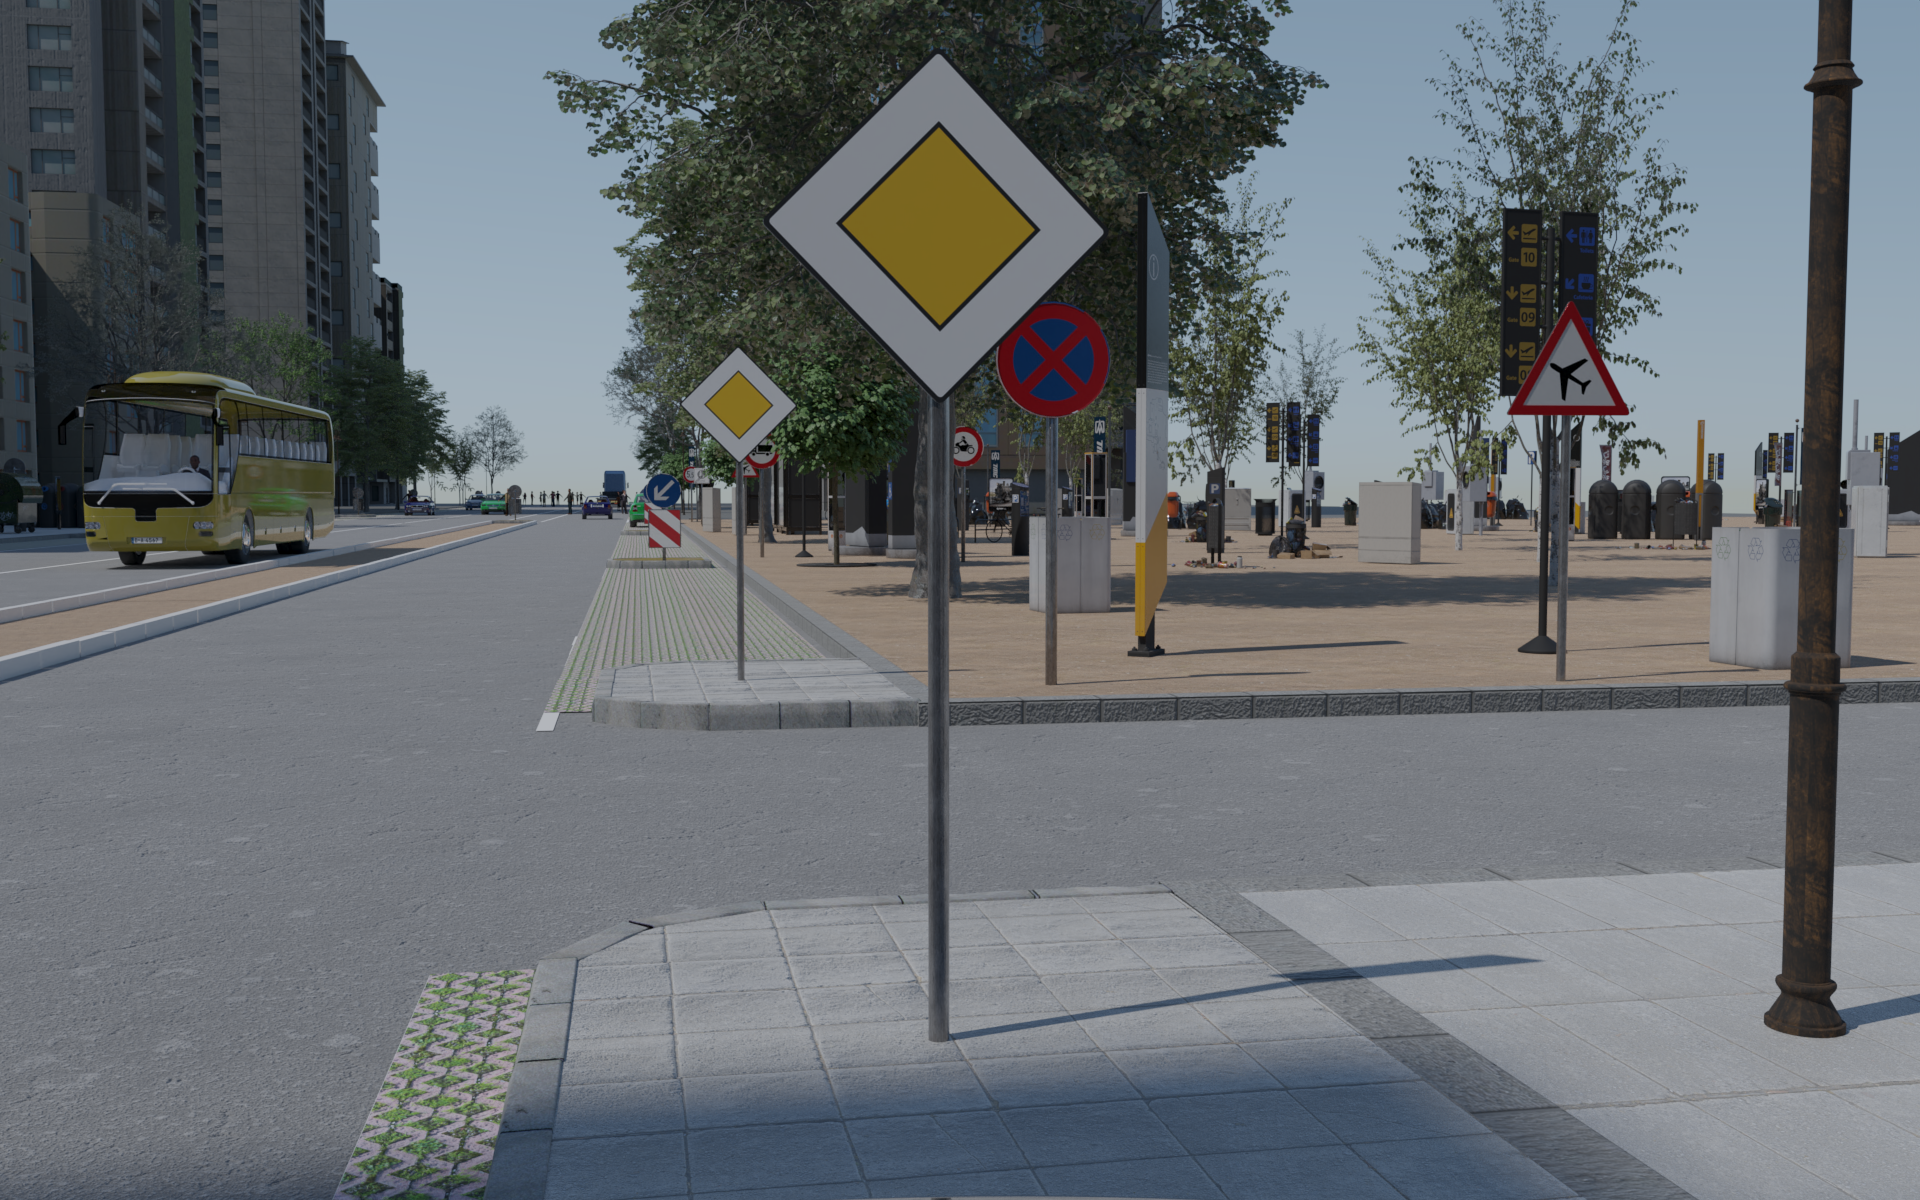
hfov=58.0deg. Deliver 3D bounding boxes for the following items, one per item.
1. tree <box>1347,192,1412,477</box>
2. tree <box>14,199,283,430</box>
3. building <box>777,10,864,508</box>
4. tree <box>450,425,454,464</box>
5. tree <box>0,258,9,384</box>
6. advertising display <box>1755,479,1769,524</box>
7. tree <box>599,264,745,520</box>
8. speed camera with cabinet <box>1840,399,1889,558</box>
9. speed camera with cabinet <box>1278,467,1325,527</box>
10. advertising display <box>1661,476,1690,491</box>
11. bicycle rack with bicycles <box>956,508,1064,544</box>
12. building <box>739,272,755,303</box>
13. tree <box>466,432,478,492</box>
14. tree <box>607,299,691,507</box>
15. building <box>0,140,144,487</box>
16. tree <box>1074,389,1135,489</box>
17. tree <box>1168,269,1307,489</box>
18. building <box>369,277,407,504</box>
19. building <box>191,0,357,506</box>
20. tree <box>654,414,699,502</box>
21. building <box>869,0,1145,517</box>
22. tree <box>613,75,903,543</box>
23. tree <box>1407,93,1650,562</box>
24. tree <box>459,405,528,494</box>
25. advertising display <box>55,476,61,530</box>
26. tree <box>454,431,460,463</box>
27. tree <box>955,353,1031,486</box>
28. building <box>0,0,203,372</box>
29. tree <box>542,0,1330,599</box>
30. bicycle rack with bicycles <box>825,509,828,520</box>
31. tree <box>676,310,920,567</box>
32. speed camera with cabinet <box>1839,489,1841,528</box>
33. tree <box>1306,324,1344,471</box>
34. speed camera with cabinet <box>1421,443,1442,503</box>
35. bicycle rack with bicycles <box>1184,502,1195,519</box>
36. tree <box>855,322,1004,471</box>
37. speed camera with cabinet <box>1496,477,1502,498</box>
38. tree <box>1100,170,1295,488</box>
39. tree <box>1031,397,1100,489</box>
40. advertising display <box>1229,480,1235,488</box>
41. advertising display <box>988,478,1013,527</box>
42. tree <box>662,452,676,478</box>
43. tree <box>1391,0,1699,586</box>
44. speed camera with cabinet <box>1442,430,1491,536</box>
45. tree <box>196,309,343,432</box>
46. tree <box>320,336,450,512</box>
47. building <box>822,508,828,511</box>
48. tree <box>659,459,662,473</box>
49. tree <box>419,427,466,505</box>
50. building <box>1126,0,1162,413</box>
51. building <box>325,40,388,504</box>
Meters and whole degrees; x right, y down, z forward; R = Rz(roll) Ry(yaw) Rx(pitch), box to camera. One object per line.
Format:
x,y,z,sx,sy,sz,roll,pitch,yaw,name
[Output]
11.130,-5.423,39.033,4.737,8.622,4.395,0,3,0,tree
-34.214,-9.954,73.121,12.009,13.543,11.850,0,3,0,tree
-14.728,-46.940,205.720,20.563,71.187,20.611,-1,4,-10,building
-47.728,-13.941,146.064,7.486,12.596,7.792,0,3,0,tree
-29.104,-6.049,49.272,4.737,8.622,4.395,0,3,0,tree
34.095,-4.185,73.640,0.123,1.923,0.974,0,4,0,advertising display
-12.978,-10.807,87.058,12.009,13.543,11.850,0,3,0,tree
18.636,-2.521,35.551,0.660,3.252,2.038,1,4,21,speed camera with cabinet
13.322,-4.474,67.479,2.038,3.252,0.660,-3,4,-37,speed camera with cabinet
25.581,-3.471,61.963,0.974,1.923,0.123,2,4,24,advertising display
1.841,-1.978,45.727,2.852,0.926,2.925,3,5,40,bicycle rack with bicycles
-18.528,-35.305,231.858,22.147,44.769,28.867,-1,4,-10,building
-58.537,-15.465,203.210,4.737,8.622,4.395,0,3,0,tree
-30.052,-19.271,170.971,12.611,20.169,13.585,0,3,0,tree
-62.157,-15.098,91.900,27.650,21.520,28.899,-1,4,-10,building
6.871,-8.281,85.753,4.360,8.622,3.978,0,3,0,tree
8.567,-6.539,57.277,4.360,8.622,3.978,0,3,0,tree
-80.812,-27.825,226.645,14.160,30.474,14.107,-1,4,-10,building
-75.121,-45.414,180.763,20.563,71.187,20.611,-1,4,-10,building
-24.215,-12.178,149.479,4.737,8.622,4.395,0,3,0,tree
2.277,-27.794,104.540,14.600,45.320,14.200,-1,4,-10,building
-5.108,-7.756,44.936,7.486,12.596,7.792,0,3,0,tree
10.967,-5.033,32.650,4.737,8.622,4.395,0,3,0,tree
-63.708,-19.896,235.662,12.009,13.543,11.850,0,3,0,tree
-32.745,-3.528,62.892,0.123,1.923,0.974,-2,4,-31,advertising display
-49.313,-14.597,156.790,7.486,12.596,7.792,0,3,0,tree
-0.077,-7.850,78.704,4.737,8.622,4.395,0,3,0,tree
-59.157,-26.308,113.727,14.154,41.232,14.086,-1,4,-10,building
-0.193,-7.005,21.180,9.857,13.997,8.962,0,3,0,tree
-4.869,-4.141,81.081,2.925,0.926,2.852,-1,4,-9,bicycle rack with bicycles
-2.138,-2.885,30.878,4.285,4.588,4.351,0,3,0,tree
30.009,-3.919,58.407,2.038,3.252,0.660,0,4,-8,speed camera with cabinet
14.706,-7.610,74.785,4.360,8.622,3.978,0,3,0,tree
18.813,-4.431,66.777,0.660,3.252,2.038,-3,5,-39,speed camera with cabinet
11.739,-4.301,83.702,2.852,0.926,2.925,2,4,33,bicycle rack with bicycles
-0.777,-6.426,55.430,4.360,8.622,3.978,0,3,0,tree
28.252,-5.967,91.894,0.660,3.252,2.038,2,4,30,speed camera with cabinet
5.849,-5.480,39.952,4.737,8.622,4.395,0,3,0,tree
5.304,-7.876,79.132,4.737,8.622,4.395,0,3,0,tree
12.502,-4.557,79.725,0.123,1.923,0.974,0,4,-1,advertising display
1.602,-3.830,67.840,0.974,1.923,0.123,0,3,0,advertising display
-8.326,-4.976,65.074,4.285,4.588,4.351,0,3,0,tree
8.183,-4.491,23.798,4.360,8.622,3.978,0,3,0,tree
15.836,-3.658,54.149,0.660,3.252,2.038,0,4,-3,speed camera with cabinet
-39.102,-10.585,98.818,9.928,11.665,9.643,0,3,0,tree
-42.502,-12.621,124.472,7.486,12.596,7.792,0,3,0,tree
-1.940,-43.070,142.440,20.563,71.187,20.611,-1,4,-10,building
-18.939,-8.222,118.145,4.285,4.588,4.351,0,3,0,tree
-51.754,-13.418,169.745,4.737,8.622,4.395,0,3,0,tree
1.396,-41.815,121.929,20.563,71.187,20.611,-1,4,-10,building
-83.859,-37.618,204.285,28.713,52.752,27.495,-1,4,-10,building
